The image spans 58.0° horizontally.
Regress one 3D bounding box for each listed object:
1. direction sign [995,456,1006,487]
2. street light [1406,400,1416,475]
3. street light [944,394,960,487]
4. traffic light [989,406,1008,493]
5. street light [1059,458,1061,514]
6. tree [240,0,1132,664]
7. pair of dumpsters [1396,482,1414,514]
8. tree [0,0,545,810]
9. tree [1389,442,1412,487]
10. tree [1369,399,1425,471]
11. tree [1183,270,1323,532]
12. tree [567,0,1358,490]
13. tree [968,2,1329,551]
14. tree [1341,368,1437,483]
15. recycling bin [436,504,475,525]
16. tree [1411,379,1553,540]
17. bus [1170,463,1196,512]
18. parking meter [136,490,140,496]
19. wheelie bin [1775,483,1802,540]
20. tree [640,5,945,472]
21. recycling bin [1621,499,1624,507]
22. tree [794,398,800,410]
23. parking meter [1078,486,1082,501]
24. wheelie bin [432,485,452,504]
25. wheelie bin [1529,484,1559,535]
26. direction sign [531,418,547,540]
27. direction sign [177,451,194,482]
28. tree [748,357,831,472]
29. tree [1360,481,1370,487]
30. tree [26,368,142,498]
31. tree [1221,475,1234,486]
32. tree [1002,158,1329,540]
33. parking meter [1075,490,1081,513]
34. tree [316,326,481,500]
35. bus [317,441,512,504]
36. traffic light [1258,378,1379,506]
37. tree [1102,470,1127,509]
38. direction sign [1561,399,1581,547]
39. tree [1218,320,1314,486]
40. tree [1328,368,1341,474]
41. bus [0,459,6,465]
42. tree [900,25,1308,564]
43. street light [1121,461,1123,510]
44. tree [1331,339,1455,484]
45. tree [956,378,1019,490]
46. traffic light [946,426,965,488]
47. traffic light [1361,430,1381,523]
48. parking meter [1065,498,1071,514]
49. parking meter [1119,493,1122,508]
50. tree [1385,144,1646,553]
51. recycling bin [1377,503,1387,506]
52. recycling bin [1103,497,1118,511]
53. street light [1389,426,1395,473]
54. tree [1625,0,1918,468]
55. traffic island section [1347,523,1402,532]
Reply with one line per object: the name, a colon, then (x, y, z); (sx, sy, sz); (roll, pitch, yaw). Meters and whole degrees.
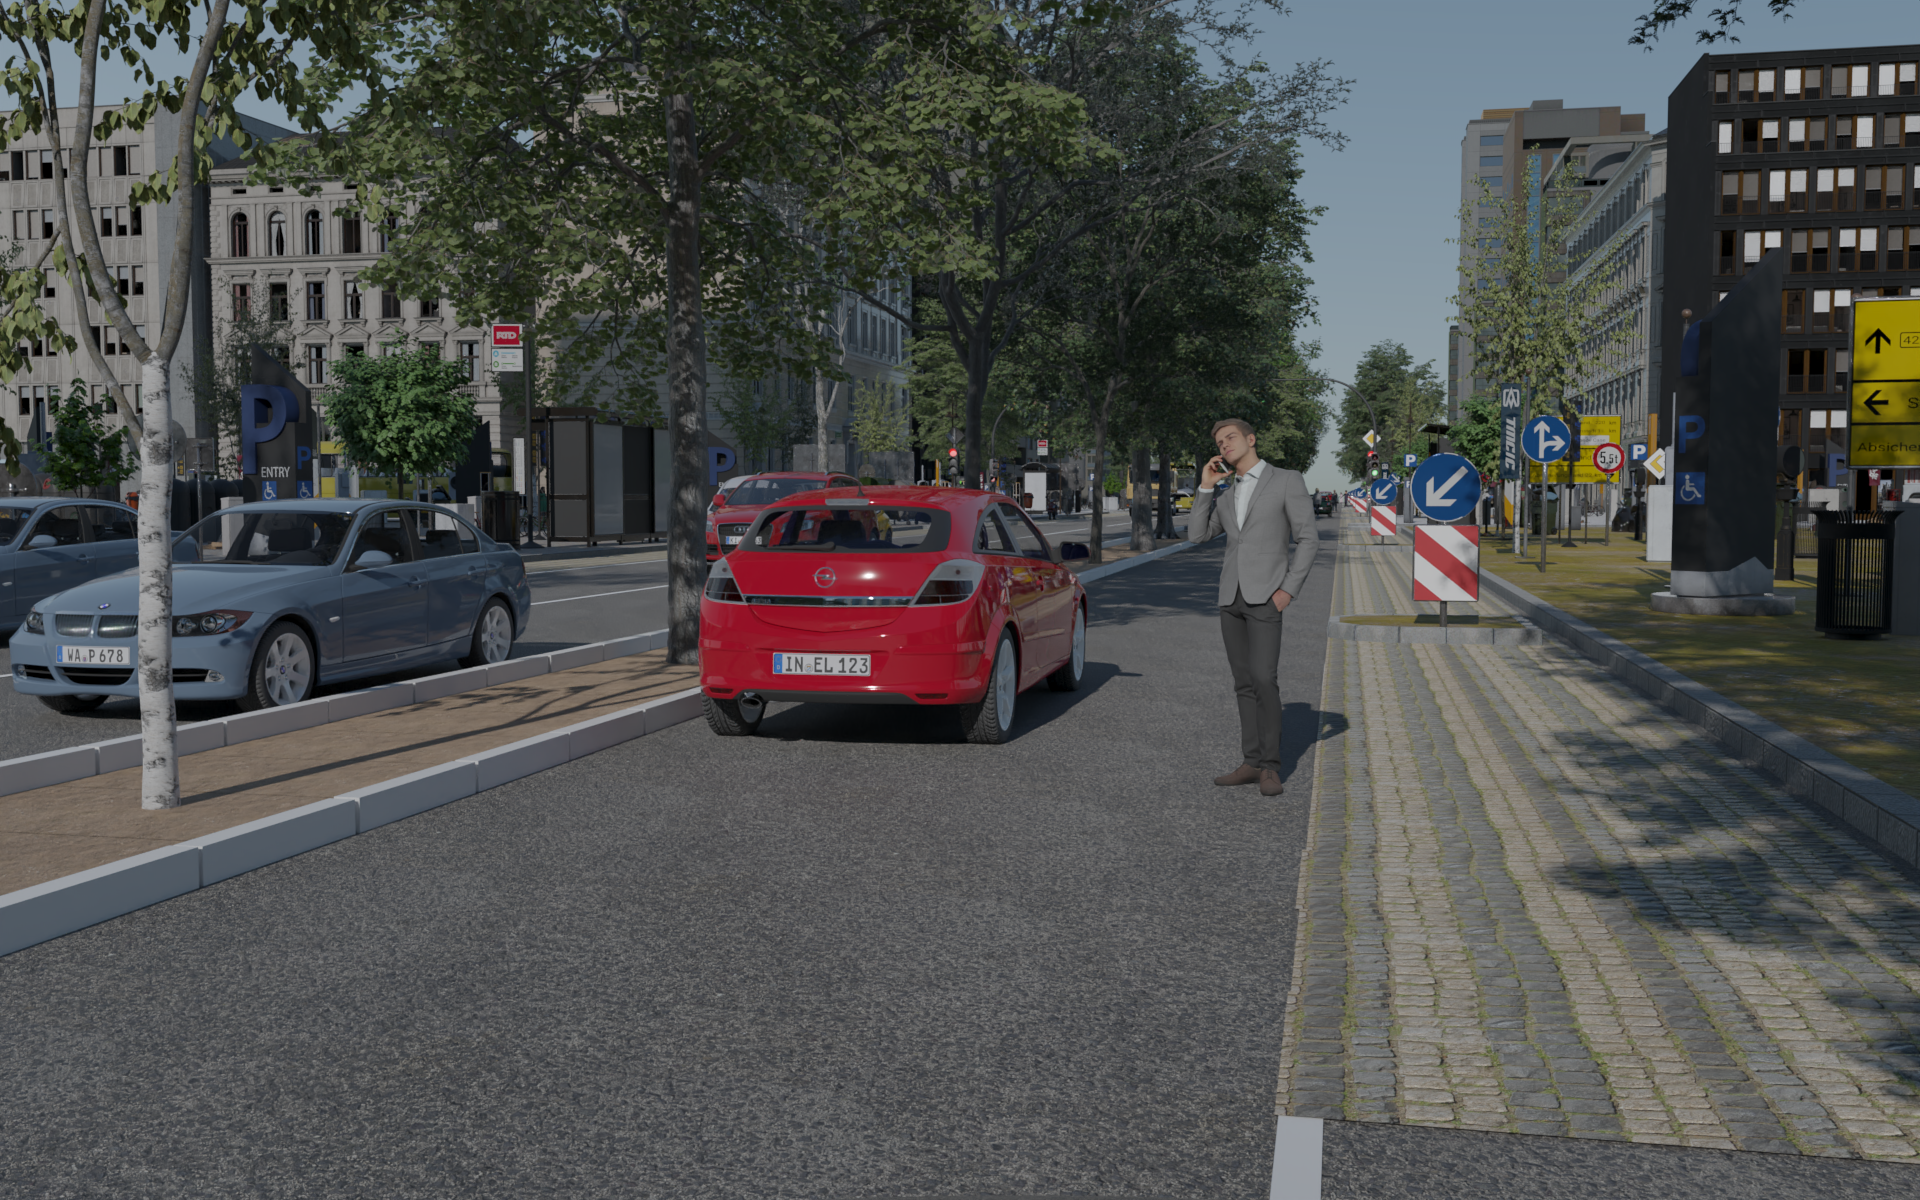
direction sign: (2.325, -6.778, 102.819); (0.876, 3.537, 0.379); (1, 4, 14)
street light: (22.204, -6.894, 85.508); (0.468, 5.910, 1.993); (1, 4, 12)
street light: (-0.338, -6.548, 79.840); (0.468, 5.910, 1.993); (1, 4, 12)
traffic light: (3.584, -6.358, 78.628); (4.771, 5.953, 1.251); (1, 4, 12)
street light: (6.432, -8.448, 110.907); (0.468, 5.910, 1.993); (1, 4, 12)
tree: (-2.268, -5.707, 13.894); (7.486, 12.596, 7.792); (0, 3, 0)
pair of dumpsters: (28.435, -6.638, 111.019); (1.574, 2.255, 4.437); (1, 4, 12)
tree: (-3.624, -3.366, 7.861); (4.737, 8.622, 4.395); (0, 3, 0)
tree: (24.586, -6.631, 92.131); (4.285, 4.588, 4.351); (0, 3, 0)
tree: (33.273, -11.067, 131.306); (4.360, 8.622, 3.978); (0, 3, 0)
tree: (8.872, -8.333, 64.462); (9.928, 11.665, 9.643); (0, 3, 0)
tree: (0.191, -6.807, 24.125); (12.009, 13.543, 11.850); (0, 3, 0)
tree: (4.626, -8.209, 43.322); (9.857, 13.997, 8.962); (0, 3, 0)
tree: (38.449, -14.486, 153.855); (9.611, 12.733, 9.660); (0, 3, 0)
recycling bin: (-13.026, -1.965, 44.688); (0.722, 1.027, 0.722); (2, 4, 25)
tree: (15.372, -3.986, 48.890); (4.285, 4.588, 4.351); (0, 3, 0)
bus: (17.125, -8.636, 132.748); (2.896, 3.916, 12.252); (1, 4, 11)
parking meter: (-46.418, -5.483, 98.062); (0.372, 1.533, 0.369); (0, 3, 0)
wheelie bin: (23.273, -2.506, 48.873); (0.980, 1.594, 0.693); (0, 4, 3)
tree: (-6.101, -12.601, 61.908); (12.611, 20.169, 13.585); (0, 3, 0)
recycling bin: (38.106, -5.263, 98.601); (0.722, 1.027, 0.722); (3, 5, 40)
tree: (-10.291, -8.250, 85.243); (4.737, 8.622, 4.395); (0, 3, 0)
parking meter: (8.936, -7.614, 130.197); (0.255, 1.863, 0.399); (-2, 4, -29)
wheelie bin: (-18.275, -3.239, 60.862); (0.693, 1.594, 0.980); (-2, 4, -33)
wheelie bin: (18.361, -2.845, 54.428); (0.693, 1.594, 0.980); (-2, 4, -31)
direction sign: (-11.733, -3.439, 48.233); (0.379, 3.537, 0.876); (1, 4, 22)
direction sign: (-33.164, -5.029, 74.214); (0.876, 3.537, 0.379); (1, 4, 17)
tree: (-8.605, -8.538, 89.956); (4.360, 8.622, 3.978); (0, 3, 0)
tree: (55.728, -15.169, 231.726); (4.285, 4.588, 4.351); (0, 3, 0)
tree: (-13.340, -1.926, 26.084); (1.663, 3.219, 1.824); (0, 3, 0)
tree: (43.118, -19.957, 276.651); (4.737, 8.622, 4.395); (0, 3, 0)
tree: (6.447, -8.243, 54.243); (9.611, 12.733, 9.660); (0, 3, 0)
parking meter: (8.575, -7.184, 125.869); (0.372, 1.533, 0.369); (0, 3, 0)
tree: (-10.940, -3.079, 34.059); (4.285, 4.588, 4.351); (0, 3, 0)
bus: (-27.151, -5.482, 81.177); (12.252, 3.916, 2.896); (1, 4, 13)
traffic light: (14.104, -5.706, 67.965); (4.771, 5.953, 1.251); (1, 4, 12)
tree: (12.024, -8.698, 136.817); (1.663, 3.219, 1.824); (0, 3, 0)
direction sign: (14.730, -3.043, 41.757); (0.876, 3.537, 0.379); (-3, 5, -44)
tree: (12.912, -9.911, 82.636); (7.486, 12.596, 7.792); (0, 3, 0)
tree: (15.043, -10.536, 91.735); (9.611, 12.733, 9.660); (0, 3, 0)
bus: (-52.481, -5.601, 86.433); (13.247, 3.499, 2.948); (1, 4, 11)
tree: (2.661, -5.983, 34.696); (8.767, 10.594, 7.601); (1, 4, 12)
street light: (13.327, -10.346, 141.946); (0.468, 5.910, 1.993); (1, 4, 12)
tree: (35.522, -14.321, 140.796); (9.857, 13.997, 8.962); (0, 3, 0)
tree: (1.683, -8.798, 94.213); (4.360, 8.622, 3.978); (0, 3, 0)
traffic light: (-0.204, -5.035, 71.249); (0.839, 4.253, 0.868); (1, 4, 12)
traffic light: (17.892, -5.292, 75.451); (0.839, 4.253, 0.868); (1, 4, 12)
parking meter: (6.905, -6.251, 110.608); (0.372, 1.533, 0.369); (0, 3, 0)
parking meter: (13.965, -8.808, 149.726); (0.399, 1.863, 0.255); (-1, 4, -19)
tree: (12.325, -5.333, 37.562); (4.737, 8.622, 4.395); (0, 3, 0)
recycling bin: (35.500, -8.136, 145.583); (0.722, 1.027, 0.722); (-1, 4, -23)
recycling bin: (11.788, -7.450, 134.366); (0.722, 1.027, 0.722); (-1, 4, -17)
street light: (29.088, -8.797, 116.617); (0.468, 5.910, 1.993); (1, 4, 12)
tree: (5.470, -4.462, 7.359); (7.601, 10.594, 8.767); (1, 4, 21)
traffic island section: (16.203, -2.782, 67.759); (2.009, 0.180, 2.903); (1, 4, 12)
